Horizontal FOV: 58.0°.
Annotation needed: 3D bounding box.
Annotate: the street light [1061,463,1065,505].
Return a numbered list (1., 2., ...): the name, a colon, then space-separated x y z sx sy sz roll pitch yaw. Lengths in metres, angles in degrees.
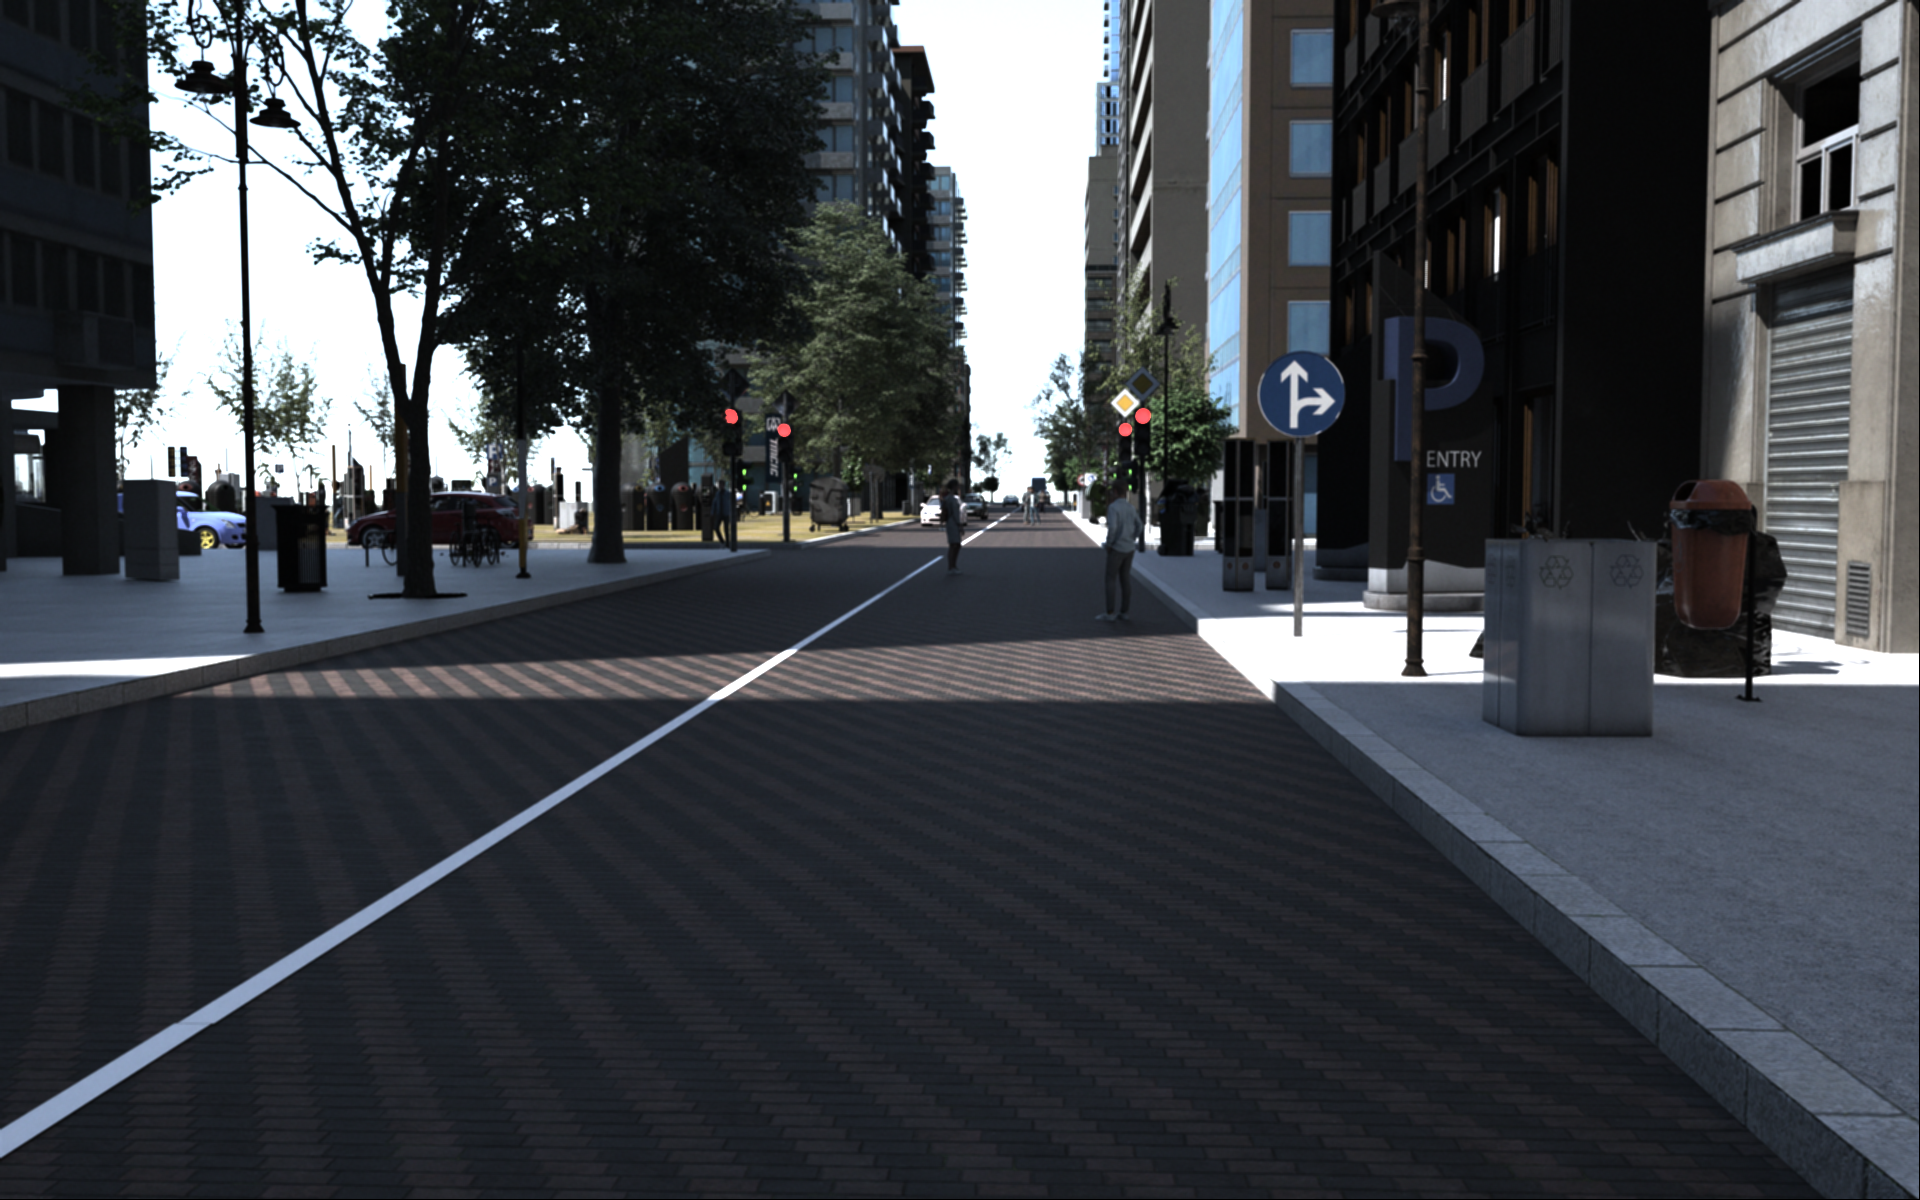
1. street light: 11.952 -13.713 197.000 0.468 5.910 1.993 0 4 3

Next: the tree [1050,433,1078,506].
1. tree: 11.808 -14.872 193.526 4.360 8.622 3.978 0 3 0

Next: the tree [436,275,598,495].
1. tree: -13.057 -6.117 50.371 4.737 8.622 4.395 0 3 0

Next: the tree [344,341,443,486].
1. tree: -27.465 -8.147 83.565 4.360 8.622 3.978 0 3 0

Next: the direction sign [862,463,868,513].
1. direction sign: -6.835 -7.835 120.095 0.876 3.537 0.379 0 4 -1

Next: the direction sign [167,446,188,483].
1. direction sign: -36.972 -5.500 81.916 0.876 3.537 0.379 -1 4 -17

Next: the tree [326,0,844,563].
1. tree: -6.629 -7.677 32.174 9.857 13.997 8.962 0 3 0

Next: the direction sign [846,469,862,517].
1. direction sign: -6.125 -6.459 97.605 0.876 3.537 0.379 -1 4 -19

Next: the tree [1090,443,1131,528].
1. tree: 5.965 -4.357 65.842 1.663 3.219 1.824 0 3 0

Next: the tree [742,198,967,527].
1. tree: -4.373 -9.105 66.994 7.486 12.596 7.792 0 3 0

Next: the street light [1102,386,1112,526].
1. street light: 5.943 -5.930 69.743 0.468 5.910 1.993 0 4 3

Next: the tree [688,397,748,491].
1. tree: -14.396 -9.337 103.019 4.360 8.622 3.978 0 3 0

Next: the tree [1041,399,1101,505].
1. tree: 13.078 -17.600 205.889 7.486 12.596 7.792 0 3 0

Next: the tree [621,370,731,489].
1. tree: -14.198 -8.076 82.402 4.737 8.622 4.395 0 3 0

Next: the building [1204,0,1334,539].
1. building: 15.550 -24.735 54.526 14.200 45.320 14.600 0 4 3

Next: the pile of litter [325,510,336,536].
1. pile of litter: -19.996 -2.430 53.692 1.176 0.858 1.719 -2 4 -24

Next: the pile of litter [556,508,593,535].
1. pile of litter: -12.359 -2.539 55.475 1.176 0.858 1.719 -1 4 -15

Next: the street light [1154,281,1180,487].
1. street light: 4.477 -3.967 37.656 0.468 5.910 1.993 0 4 3

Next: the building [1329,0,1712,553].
1. building: 13.226 -12.028 26.330 12.332 23.373 15.834 0 4 3

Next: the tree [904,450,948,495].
1. tree: -2.543 -8.838 128.211 4.285 4.588 4.351 0 3 0

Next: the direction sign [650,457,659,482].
1. direction sign: -18.596 -6.941 105.487 0.876 3.537 0.379 3 5 43

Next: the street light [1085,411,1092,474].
1. street light: 7.074 -7.483 95.133 0.468 5.910 1.993 0 4 3

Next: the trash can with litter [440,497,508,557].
1. trash can with litter: -10.043 -1.543 36.280 1.678 1.210 2.233 0 4 3

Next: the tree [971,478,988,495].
1. tree: 2.043 -13.559 216.295 1.663 3.219 1.824 0 3 0

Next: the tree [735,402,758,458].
1. tree: -15.321 -9.787 110.381 4.737 8.622 4.395 0 3 0

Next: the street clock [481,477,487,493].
1. street clock: -20.370 -4.284 74.610 0.471 2.002 0.358 2 4 27

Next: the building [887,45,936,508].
1. building: -13.808 -31.383 167.731 22.147 44.769 28.867 0 4 3

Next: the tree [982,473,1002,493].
1. tree: 4.875 -17.367 267.655 4.285 4.588 4.351 0 3 0

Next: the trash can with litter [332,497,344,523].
1. trash can with litter: -26.299 -3.807 73.632 0.624 1.170 1.055 0 4 -4

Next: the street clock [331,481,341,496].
1. street clock: -33.969 -5.487 94.288 0.471 2.002 0.358 -3 5 -44

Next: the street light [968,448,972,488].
1. street light: 1.045 -12.355 174.791 0.468 5.910 1.993 0 4 3

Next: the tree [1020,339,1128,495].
1. tree: 7.606 -10.328 103.278 8.767 10.594 7.601 1 4 9

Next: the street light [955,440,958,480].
1. street light: -0.313 -10.791 149.215 0.468 5.910 1.993 0 4 3

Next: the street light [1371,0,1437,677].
1. street light: 3.206 -2.401 12.050 0.468 5.910 1.993 0 4 3

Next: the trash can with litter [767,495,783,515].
1. trash can with litter: -11.292 -5.859 106.852 1.678 1.210 2.233 2 4 27

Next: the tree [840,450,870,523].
1. tree: -4.702 -4.987 76.142 1.663 3.219 1.824 0 3 0

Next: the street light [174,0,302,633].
1. street light: -6.549 -2.636 15.887 0.468 5.910 1.993 0 4 3

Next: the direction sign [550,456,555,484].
1. direction sign: -24.601 -6.892 104.681 0.379 3.537 0.876 -2 4 -30

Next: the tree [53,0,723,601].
1. tree: -6.751 -5.822 20.944 9.928 11.665 9.643 0 3 0

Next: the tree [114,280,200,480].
1. tree: -27.989 -6.592 58.141 4.360 8.622 3.978 0 3 0

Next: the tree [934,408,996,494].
1. tree: 0.464 -15.513 188.048 7.601 10.594 8.767 0 4 7

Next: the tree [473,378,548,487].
1. tree: -26.413 -9.227 101.230 4.360 8.622 3.978 0 3 0

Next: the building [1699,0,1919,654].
1. building: 14.201 -10.368 2.798 16.112 22.955 30.059 0 4 3

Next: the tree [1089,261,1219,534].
1. tree: 6.011 -6.374 54.583 4.737 8.622 4.395 0 3 0

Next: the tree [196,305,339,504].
1. tree: -27.812 -7.218 68.379 4.737 8.622 4.395 0 3 0

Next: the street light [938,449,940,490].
1. street light: -1.482 -9.197 123.165 0.468 5.910 1.993 0 4 3

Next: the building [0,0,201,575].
1. building: -25.057 -20.166 21.600 23.993 40.220 32.217 0 4 3

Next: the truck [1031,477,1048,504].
1. truck: 12.318 -16.979 267.361 2.967 4.110 18.799 0 4 1

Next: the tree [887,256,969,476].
1. tree: -4.291 -11.087 87.934 9.857 13.997 8.962 0 3 0

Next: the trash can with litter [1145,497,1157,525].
1. trash can with litter: 7.856 -3.671 71.405 0.624 1.170 1.055 -1 4 -18

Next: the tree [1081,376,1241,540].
1. tree: 6.214 -3.970 48.622 4.285 4.588 4.351 0 3 0

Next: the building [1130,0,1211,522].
1. building: 19.751 -28.335 86.986 21.300 48.544 21.600 0 4 3

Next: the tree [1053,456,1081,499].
1. tree: 9.318 -9.060 131.837 4.285 4.588 4.351 0 3 0

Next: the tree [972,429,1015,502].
1. tree: 5.199 -21.467 276.737 9.928 11.665 9.643 0 3 0

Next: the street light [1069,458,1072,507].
1. street light: 9.508 -10.550 145.272 0.468 5.910 1.993 0 4 3

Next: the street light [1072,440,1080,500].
1. street light: 8.262 -9.048 120.714 0.468 5.910 1.993 0 4 3
